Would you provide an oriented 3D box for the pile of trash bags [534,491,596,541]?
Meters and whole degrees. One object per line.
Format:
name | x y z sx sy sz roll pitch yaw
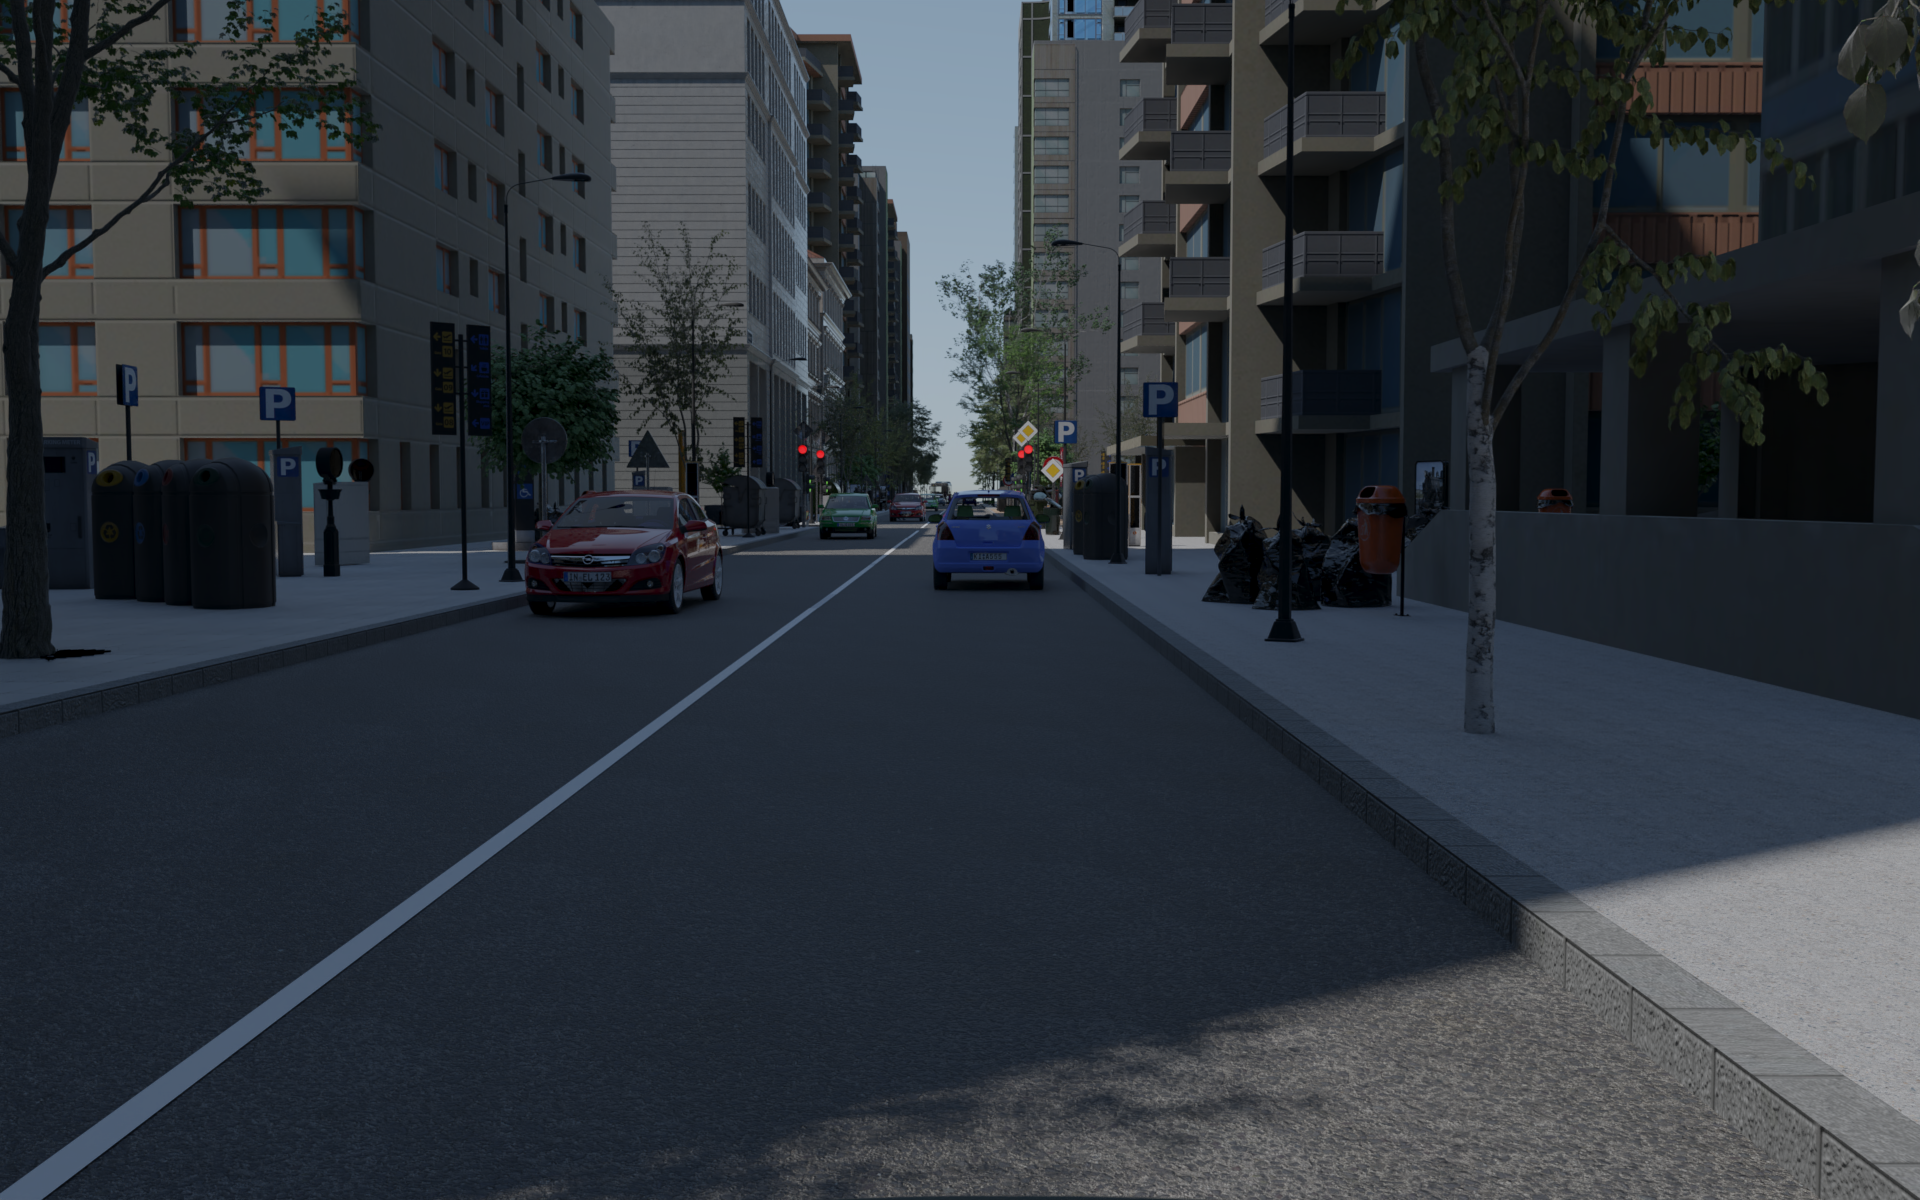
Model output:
pile of trash bags | -10.216 -2.215 45.974 1.912 1.369 3.447 -2 4 -30

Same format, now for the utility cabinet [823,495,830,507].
utility cabinet | -5.957 -4.086 77.971 0.306 1.237 1.020 0 4 5

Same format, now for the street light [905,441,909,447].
street light | -5.434 -10.938 151.384 1.470 5.913 1.316 0 4 0

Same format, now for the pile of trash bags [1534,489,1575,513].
pile of trash bags | 8.657 -1.182 29.071 3.447 1.369 1.912 -1 4 -10

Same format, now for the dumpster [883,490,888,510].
dumpster | -6.255 -7.885 134.680 1.264 1.857 1.865 0 4 0

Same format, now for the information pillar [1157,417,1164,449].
information pillar | 4.597 -2.962 39.780 0.183 3.616 0.504 1 4 18

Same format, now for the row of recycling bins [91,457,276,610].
row of recycling bins | -9.205 -0.820 20.520 3.534 1.692 1.069 3 5 42

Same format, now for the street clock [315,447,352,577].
street clock | -9.777 -1.366 26.903 0.358 2.002 0.471 0 4 6

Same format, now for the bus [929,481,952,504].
bus | -2.664 -15.357 245.949 2.948 3.499 13.247 0 4 2

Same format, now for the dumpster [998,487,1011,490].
dumpster | 3.410 -7.765 132.722 1.264 1.857 1.865 0 4 0

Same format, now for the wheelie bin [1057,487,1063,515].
wheelie bin | 3.926 -4.096 74.874 0.980 1.594 0.693 0 4 -7

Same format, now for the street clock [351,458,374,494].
street clock | -12.180 -1.878 35.271 0.471 2.002 0.358 -2 4 -30

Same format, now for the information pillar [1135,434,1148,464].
information pillar | 7.042 -4.637 67.173 0.504 3.616 0.183 0 4 -7

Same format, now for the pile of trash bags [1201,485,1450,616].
pile of trash bags | 4.109 -0.598 19.535 1.912 1.369 3.447 -1 4 -13

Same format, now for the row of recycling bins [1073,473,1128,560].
row of recycling bins | 2.893 -1.724 35.307 1.069 1.692 3.534 0 3 0

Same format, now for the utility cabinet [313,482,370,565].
utility cabinet | -11.129 -1.375 31.158 0.318 1.500 1.173 1 4 17

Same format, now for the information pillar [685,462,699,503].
information pillar | -6.060 -2.126 39.254 0.304 2.012 0.304 0 4 -7

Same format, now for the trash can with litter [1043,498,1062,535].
trash can with litter | 3.134 -2.611 54.081 1.055 1.170 0.624 1 4 20

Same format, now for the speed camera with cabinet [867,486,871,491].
speed camera with cabinet | -7.419 -9.100 143.121 0.660 3.252 2.038 1 4 18

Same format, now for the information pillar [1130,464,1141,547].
information pillar | 4.244 -2.310 42.254 0.304 2.012 0.304 0 4 -4

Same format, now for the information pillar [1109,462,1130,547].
information pillar | 3.641 -2.166 39.907 0.304 2.012 0.304 -2 4 -33

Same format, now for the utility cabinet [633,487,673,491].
utility cabinet | -9.158 -2.633 51.735 1.173 1.500 0.318 1 4 19

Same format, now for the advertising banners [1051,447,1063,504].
advertising banners | 3.642 -4.202 64.888 0.090 3.025 2.074 -1 4 -8

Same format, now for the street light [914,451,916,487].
street light | -5.372 -12.991 184.951 1.470 5.913 1.316 0 4 0

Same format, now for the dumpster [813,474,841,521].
dumpster | -6.406 -4.837 81.583 1.502 2.255 1.985 0 4 0

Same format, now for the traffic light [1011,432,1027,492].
traffic light | 2.620 -5.220 74.264 0.839 4.253 0.868 0 4 0

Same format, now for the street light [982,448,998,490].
street light | 2.886 -12.337 174.254 1.470 5.913 1.316 0 4 0

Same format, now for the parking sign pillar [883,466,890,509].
parking sign pillar | -6.181 -9.755 147.965 1.447 3.967 1.447 0 4 -1

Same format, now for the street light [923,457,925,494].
street light | -5.158 -16.028 234.592 1.470 5.913 1.316 0 4 0

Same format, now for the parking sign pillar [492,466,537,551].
parking sign pillar | -10.018 -3.133 39.692 1.447 3.967 1.447 -1 4 -17

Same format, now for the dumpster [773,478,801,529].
dumpster | -6.550 -3.554 63.859 1.264 1.857 1.865 0 3 0

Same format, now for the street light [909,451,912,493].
street light | -5.511 -11.965 168.168 1.470 5.913 1.316 0 4 0

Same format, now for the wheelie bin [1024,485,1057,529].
wheelie bin | 2.904 -3.397 63.454 0.693 1.594 0.980 -2 4 -27

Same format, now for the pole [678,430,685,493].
pole | -8.854 -3.749 55.144 0.158 3.312 0.155 0 3 0

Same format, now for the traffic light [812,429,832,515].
traffic light | -5.941 -5.221 74.283 0.839 4.253 0.868 0 4 0

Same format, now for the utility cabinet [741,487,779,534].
utility cabinet | -6.409 -2.870 55.603 1.173 1.500 0.318 -1 4 -21

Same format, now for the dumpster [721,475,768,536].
dumpster | -6.648 -2.908 53.310 1.264 1.857 1.865 0 3 0

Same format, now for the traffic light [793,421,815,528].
traffic light | -5.974 -4.733 66.298 0.839 4.253 0.868 0 4 0

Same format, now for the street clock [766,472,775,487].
street clock | -6.183 -3.174 56.470 0.358 2.002 0.471 0 4 3

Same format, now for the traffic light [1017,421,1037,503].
traffic light | 2.588 -4.731 66.279 0.839 4.253 0.868 0 4 0

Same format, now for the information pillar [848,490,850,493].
information pillar | -8.257 -8.516 130.590 0.183 3.616 0.504 3 5 43
